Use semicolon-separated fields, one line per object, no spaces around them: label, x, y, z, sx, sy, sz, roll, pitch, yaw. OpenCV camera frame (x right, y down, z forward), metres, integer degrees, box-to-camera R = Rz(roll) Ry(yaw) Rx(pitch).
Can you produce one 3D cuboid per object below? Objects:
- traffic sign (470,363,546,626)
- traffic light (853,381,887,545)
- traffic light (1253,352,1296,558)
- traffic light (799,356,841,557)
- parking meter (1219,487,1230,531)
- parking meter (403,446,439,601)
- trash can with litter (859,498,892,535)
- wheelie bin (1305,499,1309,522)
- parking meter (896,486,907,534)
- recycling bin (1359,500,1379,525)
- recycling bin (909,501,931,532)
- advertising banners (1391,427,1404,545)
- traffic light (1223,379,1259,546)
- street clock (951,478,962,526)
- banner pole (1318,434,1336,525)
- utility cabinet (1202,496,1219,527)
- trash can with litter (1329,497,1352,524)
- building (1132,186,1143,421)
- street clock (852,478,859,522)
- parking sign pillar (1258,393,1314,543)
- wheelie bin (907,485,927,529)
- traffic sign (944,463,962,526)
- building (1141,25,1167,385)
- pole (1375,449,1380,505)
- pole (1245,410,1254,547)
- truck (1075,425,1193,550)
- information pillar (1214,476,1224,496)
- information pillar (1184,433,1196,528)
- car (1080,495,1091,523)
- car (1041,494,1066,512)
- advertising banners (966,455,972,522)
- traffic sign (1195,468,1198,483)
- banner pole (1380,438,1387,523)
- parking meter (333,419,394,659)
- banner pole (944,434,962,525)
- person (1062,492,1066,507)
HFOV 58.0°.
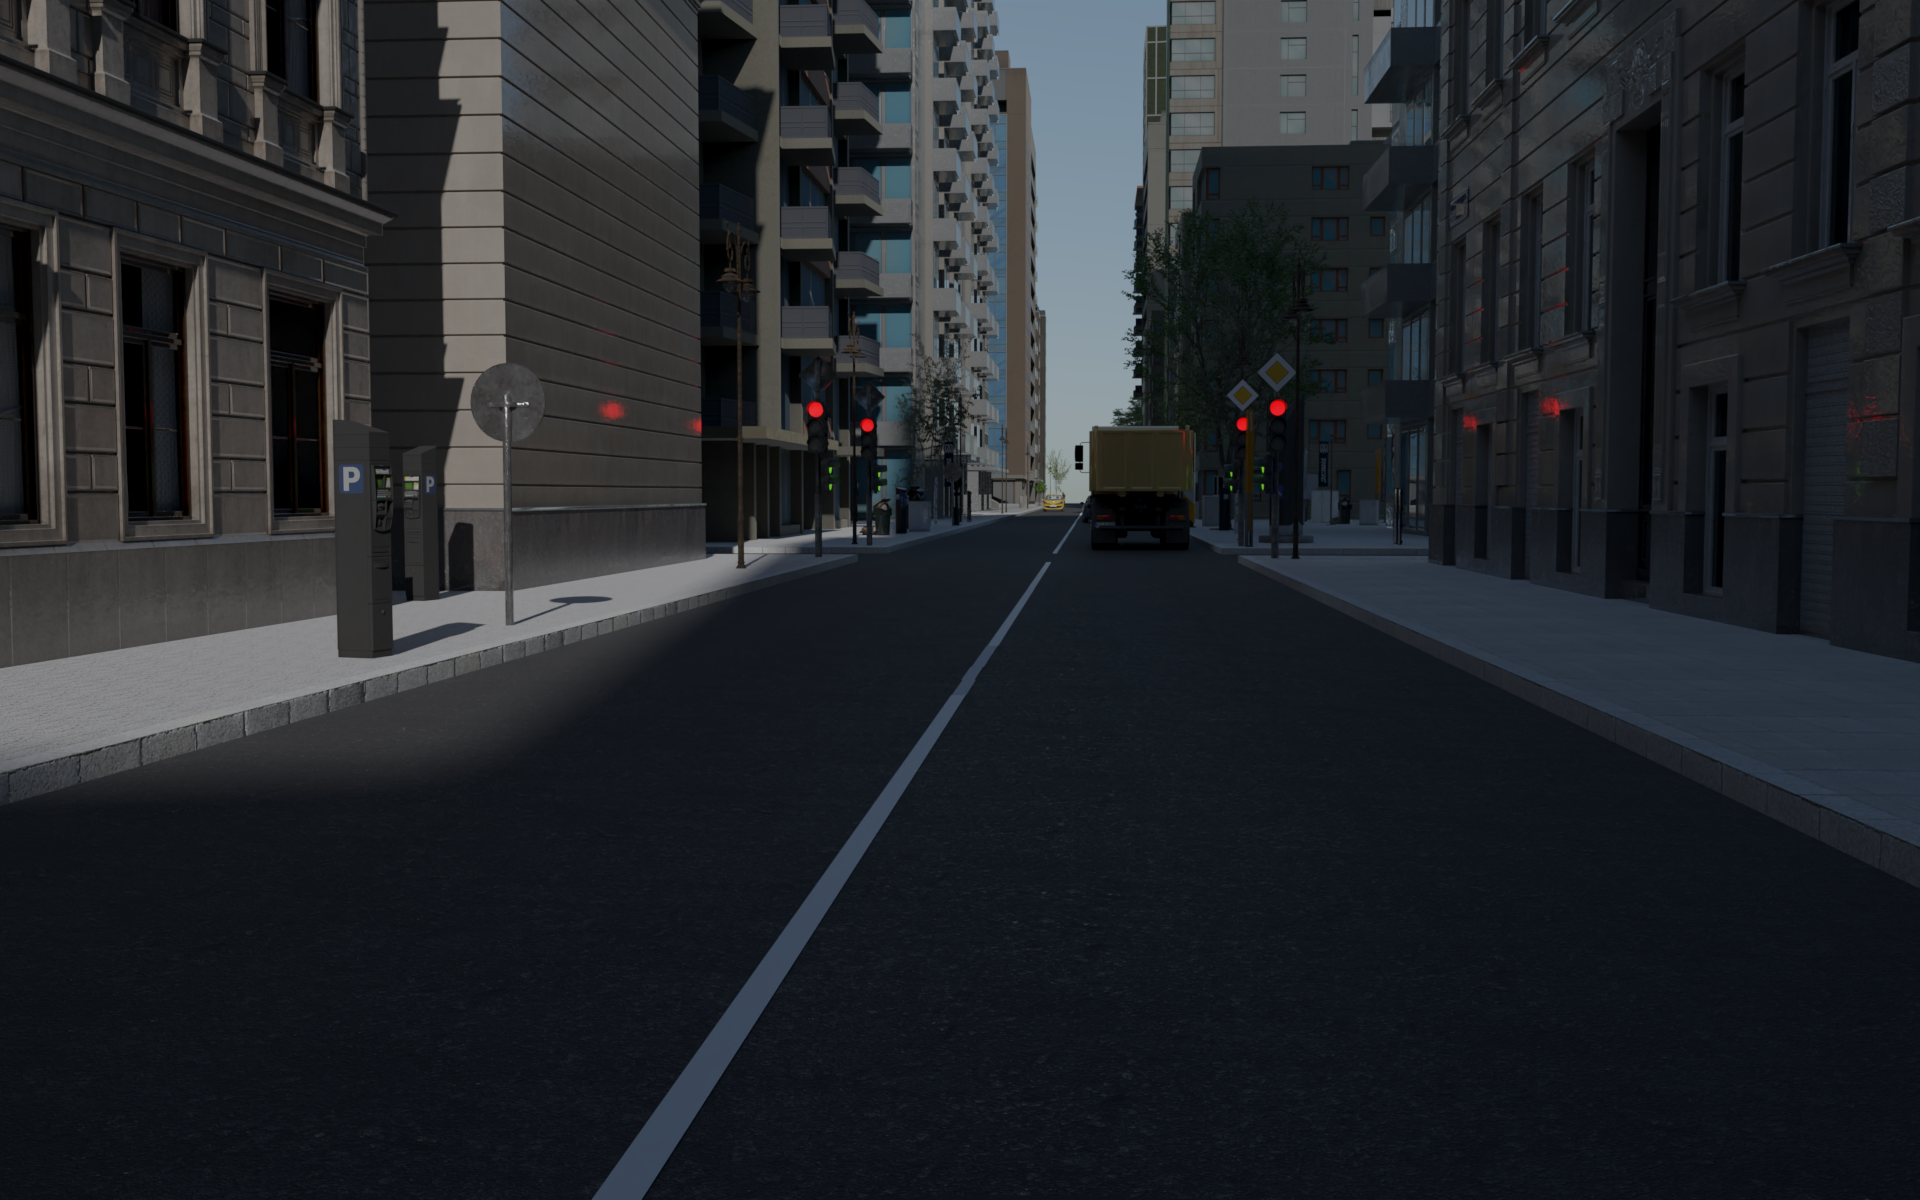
traffic sign;-4.400;-1.024;16.845;0.768;2.556;0.104;1;4;9
traffic light;-2.245;-3.316;43.142;0.839;4.253;0.868;0;4;4
traffic light;6.271;-2.787;34.489;0.839;4.253;0.868;0;4;4
traffic light;-2.864;-2.829;35.181;0.839;4.253;0.868;0;4;4
parking meter;9.297;-3.211;60.906;0.372;1.533;0.369;0;3;0
parking meter;-6.493;-0.926;20.858;0.255;1.863;0.399;1;4;17
trash can with litter;-2.641;-2.598;53.863;1.055;1.170;0.624;2;4;25
wheelie bin;15.882;-4.462;80.862;0.693;1.594;0.980;-2;4;-31
parking meter;-1.900;-2.918;56.118;0.372;1.533;0.369;0;3;0
recycling bin;16.819;-3.585;71.175;0.722;1.027;0.722;1;4;19
recycling bin;-1.377;-2.874;59.544;0.722;1.027;0.722;0;4;4
advertising banners;11.192;-2.947;44.364;0.090;3.025;2.074;0;4;7
traffic light;6.890;-3.274;42.450;0.839;4.253;0.868;0;4;4
street clock;-0.150;-4.035;70.536;0.358;2.002;0.471;2;4;32
banner pole;15.301;-5.030;72.264;0.863;3.779;0.401;-1;4;-21
utility cabinet;10.121;-3.521;68.732;1.020;1.237;0.306;-1;4;-22
trash can with litter;16.137;-3.803;73.571;0.624;1.170;1.055;-3;4;-38
building;35.145;-35.815;240.192;22.147;44.769;28.867;0;4;4
street clock;-4.820;-4.614;80.004;0.358;2.002;0.471;0;4;4
parking sign pillar;8.629;-3.501;45.713;1.447;3.967;1.447;2;4;34
wheelie bin;-1.642;-3.423;63.877;0.693;1.594;0.980;2;4;28
traffic sign;-0.294;-4.271;69.929;0.768;2.556;0.104;1;4;10
building;36.061;-50.510;264.082;20.563;71.187;20.611;0;4;4
pole;18.929;-5.179;78.520;0.158;3.312;0.155;0;3;0
pole;7.003;-2.939;41.902;0.158;3.312;0.155;0;3;0
truck;4.888;-3.189;48.057;3.469;3.379;9.791;0;4;4
information pillar;10.423;-3.995;69.807;0.304;2.012;0.304;-2;4;-23
information pillar;8.798;-4.585;66.311;0.504;3.616;0.183;3;5;40
car;7.105;-4.639;87.854;2.014;1.417;4.499;0;4;3
car;7.758;-8.143;143.359;2.015;1.641;3.980;0;4;5
advertising banners;0.389;-5.058;78.882;0.090;3.025;2.074;0;4;7
traffic sign;8.935;-3.982;67.231;0.606;2.300;0.079;1;4;13
banner pole;19.042;-5.360;77.654;0.401;3.779;0.863;0;4;5
parking meter;-4.677;-0.482;13.599;0.399;1.863;0.255;1;4;19
banner pole;-0.328;-5.047;72.528;0.863;3.779;0.401;2;4;29
person;11.111;-10.751;185.746;0.415;1.643;0.593;2;4;29
